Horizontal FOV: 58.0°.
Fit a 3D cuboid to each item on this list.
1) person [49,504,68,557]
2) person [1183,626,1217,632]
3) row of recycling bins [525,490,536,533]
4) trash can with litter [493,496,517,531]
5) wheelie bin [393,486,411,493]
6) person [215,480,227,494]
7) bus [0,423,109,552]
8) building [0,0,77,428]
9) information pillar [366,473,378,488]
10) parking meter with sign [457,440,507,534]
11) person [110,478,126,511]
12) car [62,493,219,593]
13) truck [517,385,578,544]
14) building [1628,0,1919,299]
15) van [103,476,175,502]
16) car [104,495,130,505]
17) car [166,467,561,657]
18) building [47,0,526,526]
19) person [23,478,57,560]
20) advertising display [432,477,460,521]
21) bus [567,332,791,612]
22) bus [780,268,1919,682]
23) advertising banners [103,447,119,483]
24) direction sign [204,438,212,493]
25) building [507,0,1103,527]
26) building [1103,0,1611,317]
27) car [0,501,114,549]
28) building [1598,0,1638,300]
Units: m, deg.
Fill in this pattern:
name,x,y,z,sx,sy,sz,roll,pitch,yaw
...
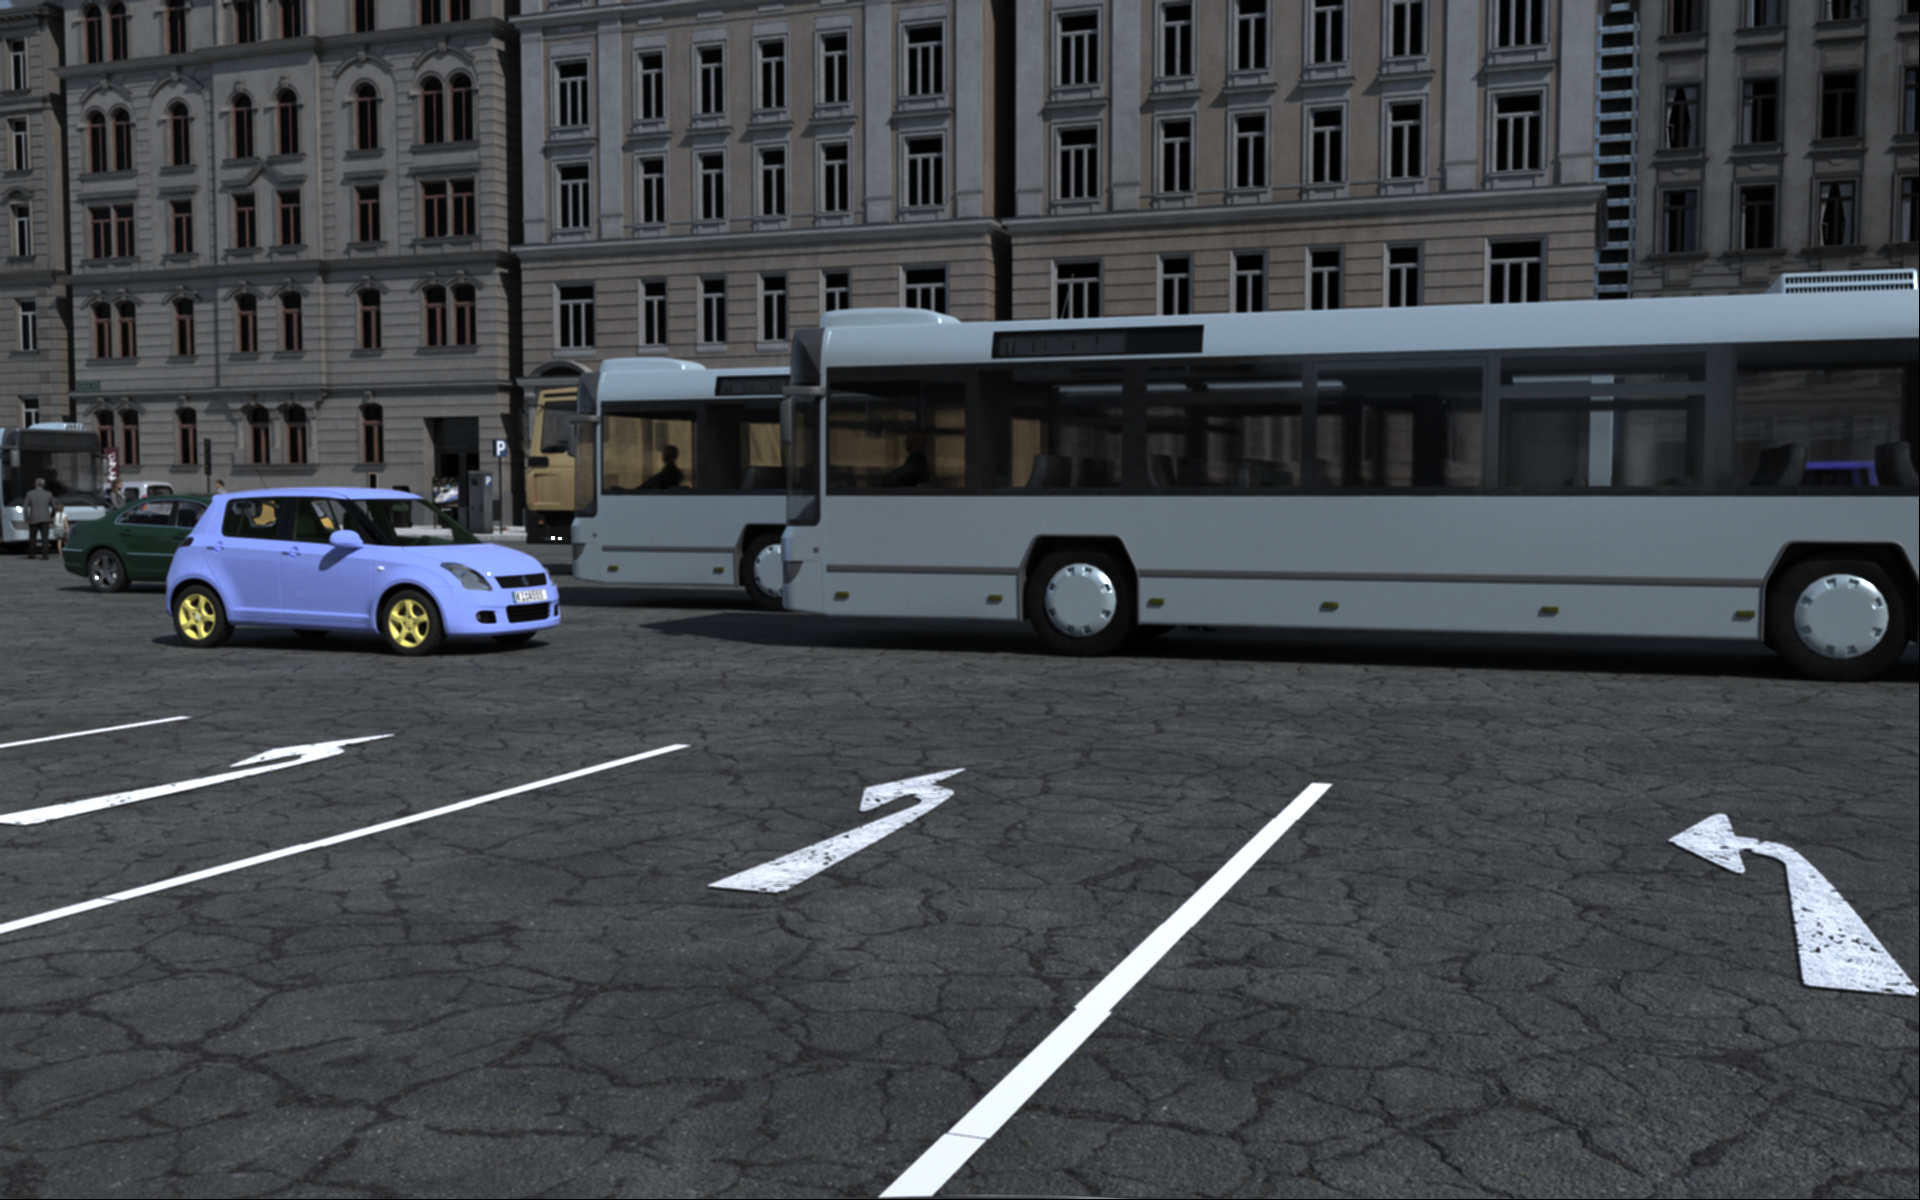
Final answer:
name,x,y,z,sx,sy,sz,roll,pitch,yaw
person,-20.417,-1.572,39.218,0.505,1.210,0.382,-1,4,-23
person,2.538,-0.503,18.194,0.593,1.643,0.415,3,5,44
row of recycling bins,-12.749,-3.088,57.595,3.534,1.692,1.069,0,4,6
trash can with litter,-16.880,-3.068,61.223,2.233,1.210,1.678,0,4,-6
wheelie bin,-21.282,-3.553,65.996,0.980,1.594,0.693,1,4,12
person,-21.191,-2.546,49.974,0.795,1.843,0.661,-1,4,-15
bus,-26.598,-2.963,43.300,13.247,3.499,2.948,1,4,22
building,-49.248,-17.646,85.780,25.104,27.353,12.463,1,4,21
information pillar,-20.432,-3.409,60.233,0.304,2.012,0.304,-2,4,-31
parking meter with sign,-15.472,-3.649,55.914,1.738,3.016,0.543,2,4,27
person,-19.180,-1.897,39.794,0.573,1.790,0.520,-1,4,-16
car,-10.780,-0.831,25.382,4.920,1.459,2.131,1,4,19
truck,-3.572,-2.090,30.092,9.791,3.379,3.469,1,4,22
building,30.641,-12.555,54.430,18.267,20.994,9.793,1,4,21
van,-27.684,-3.038,56.684,4.112,2.044,2.013,1,4,19
car,-26.628,-2.562,53.884,4.499,1.417,2.014,1,4,22
car,-5.604,-0.414,16.367,3.694,1.707,1.945,1,4,20
building,-26.395,-17.738,77.410,23.554,28.519,14.401,1,4,21
person,-20.187,-1.778,37.961,0.661,1.777,0.834,-3,5,-42
advertising display,-19.029,-3.605,64.163,0.974,1.923,0.123,0,4,-5
bus,0.847,-1.603,21.073,13.247,3.499,2.948,1,4,20
bus,4.106,-1.248,15.259,13.247,3.499,2.948,1,4,20
advertising banners,-30.988,-4.210,65.021,2.074,3.025,0.090,-2,4,-34
direction sign,-30.805,-4.832,70.996,0.379,3.537,0.876,-1,4,-9
building,-5.947,-17.361,69.759,20.117,28.700,13.634,1,4,21
building,13.033,-16.953,63.087,20.117,28.700,13.634,1,4,21
car,-23.397,-2.068,45.617,4.920,1.459,2.131,1,4,21
building,73.691,-55.121,213.907,31.000,86.520,22.319,1,4,21
